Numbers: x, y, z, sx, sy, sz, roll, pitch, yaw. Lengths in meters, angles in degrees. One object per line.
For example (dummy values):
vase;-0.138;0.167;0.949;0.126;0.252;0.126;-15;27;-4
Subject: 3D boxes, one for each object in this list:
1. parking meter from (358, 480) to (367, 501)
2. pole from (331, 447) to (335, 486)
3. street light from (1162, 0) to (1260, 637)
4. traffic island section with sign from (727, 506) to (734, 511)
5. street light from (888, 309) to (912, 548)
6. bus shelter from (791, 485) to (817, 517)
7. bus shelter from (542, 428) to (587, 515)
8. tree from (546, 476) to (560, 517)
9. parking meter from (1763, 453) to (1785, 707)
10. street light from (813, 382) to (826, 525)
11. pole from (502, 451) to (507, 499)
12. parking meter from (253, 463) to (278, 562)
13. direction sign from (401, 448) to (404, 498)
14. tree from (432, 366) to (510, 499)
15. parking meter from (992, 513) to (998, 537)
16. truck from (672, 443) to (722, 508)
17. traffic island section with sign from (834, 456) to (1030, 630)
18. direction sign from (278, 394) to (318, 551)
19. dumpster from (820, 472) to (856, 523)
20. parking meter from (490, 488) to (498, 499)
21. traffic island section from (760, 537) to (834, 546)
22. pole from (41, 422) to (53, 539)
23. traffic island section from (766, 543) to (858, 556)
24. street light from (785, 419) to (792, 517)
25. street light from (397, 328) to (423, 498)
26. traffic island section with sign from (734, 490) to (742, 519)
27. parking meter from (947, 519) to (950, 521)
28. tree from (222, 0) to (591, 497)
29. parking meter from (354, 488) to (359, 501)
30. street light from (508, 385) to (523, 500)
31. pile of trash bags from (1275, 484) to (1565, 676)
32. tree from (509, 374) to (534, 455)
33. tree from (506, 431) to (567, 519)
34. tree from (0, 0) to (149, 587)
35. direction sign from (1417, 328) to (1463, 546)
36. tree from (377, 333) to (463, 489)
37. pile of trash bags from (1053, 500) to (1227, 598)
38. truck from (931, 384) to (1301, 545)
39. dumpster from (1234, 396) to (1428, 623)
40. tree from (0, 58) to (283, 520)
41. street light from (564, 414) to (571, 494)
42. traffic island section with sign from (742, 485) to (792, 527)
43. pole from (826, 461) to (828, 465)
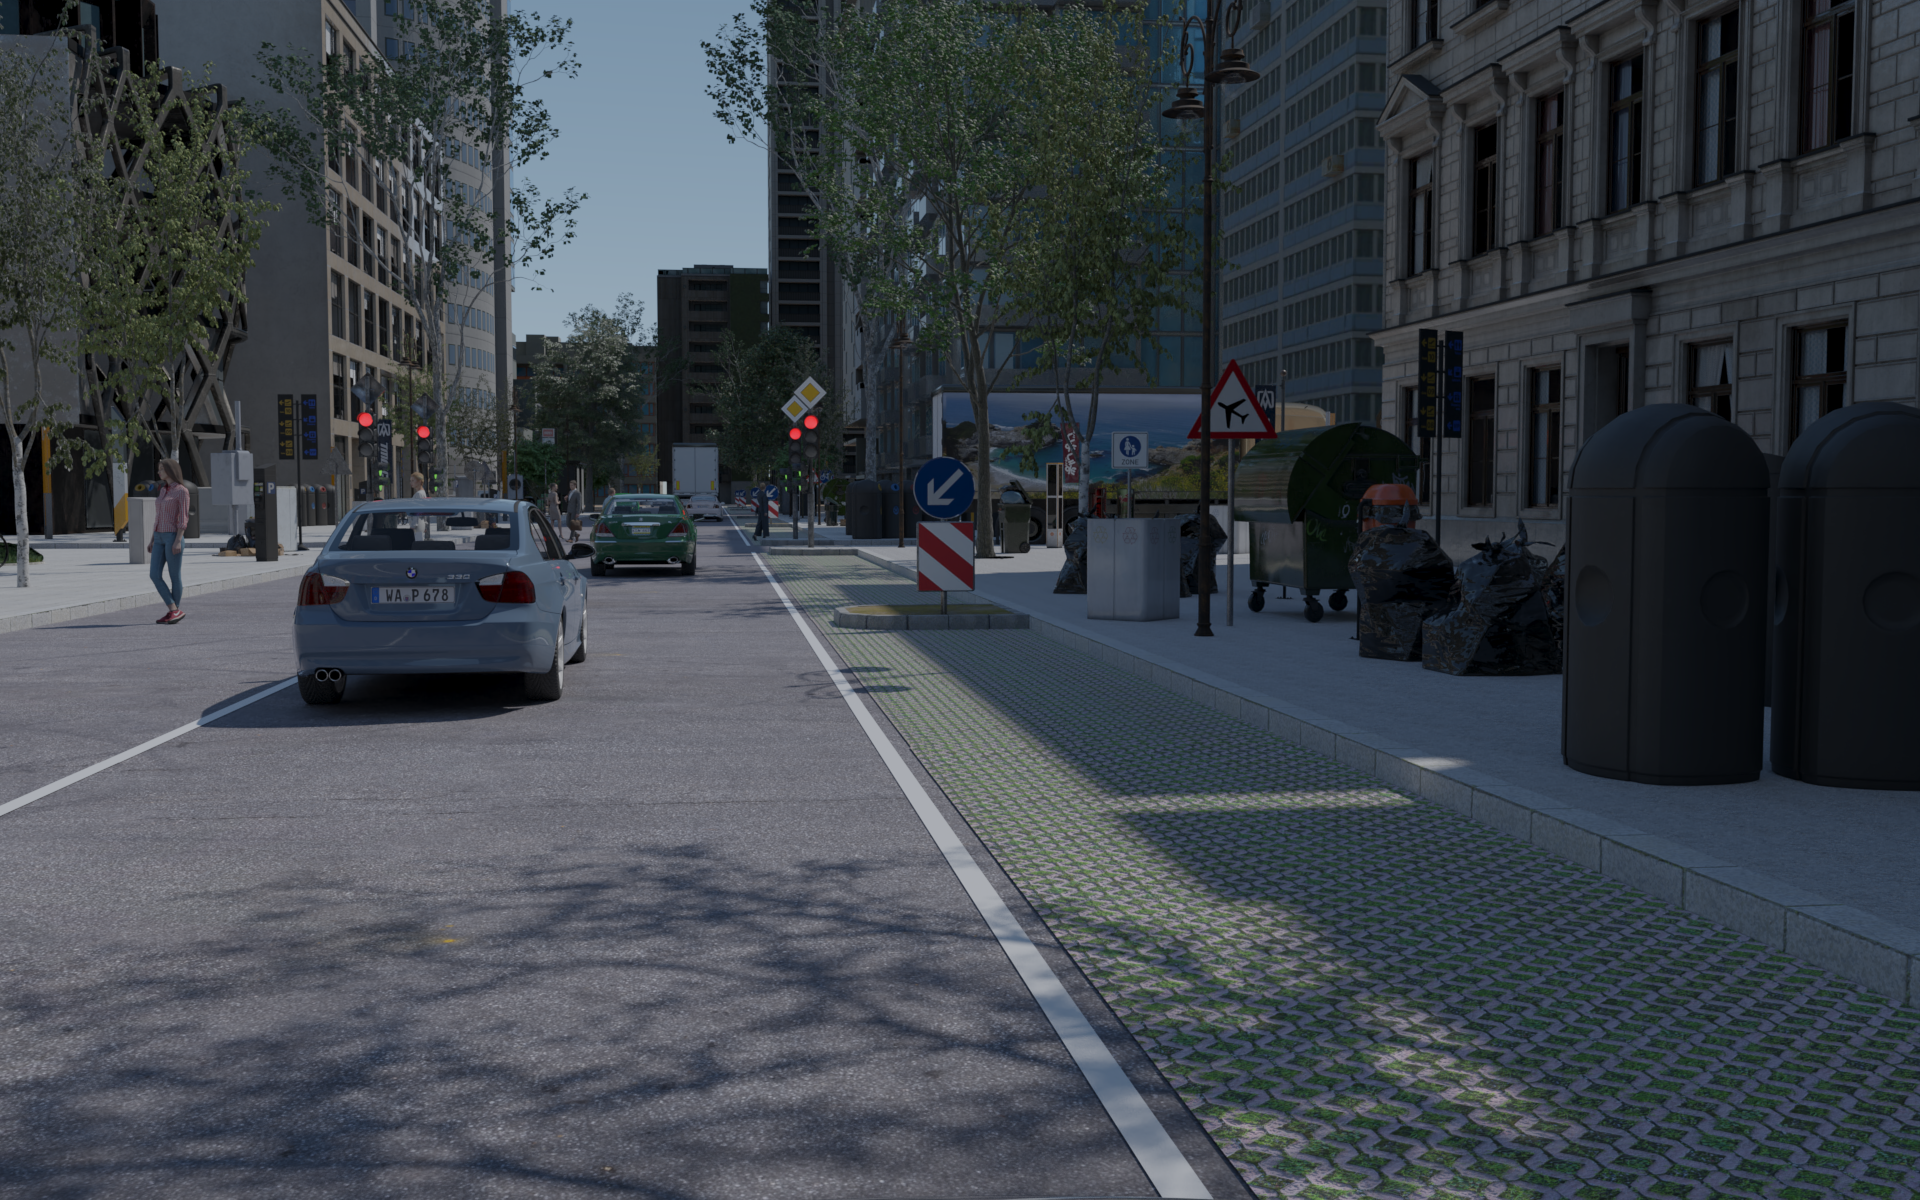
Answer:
parking meter;-25.100;-4.111;72.933;0.399;1.863;0.255;0;4;2
pole;-27.011;-4.946;74.708;0.158;3.312;0.155;0;3;0
street light;2.208;-2.612;15.490;0.468;5.910;1.993;0;4;-8
traffic island section with sign;-19.019;-8.673;150.434;1.989;1.847;2.006;0;4;-8
street light;-1.402;-4.188;41.264;0.468;5.910;1.993;0;4;-8
bus shelter;-9.325;-6.741;101.493;1.731;3.624;6.357;0;4;-8
bus shelter;-24.770;-8.002;108.458;2.179;5.291;8.768;0;4;-8
tree;-23.021;-6.232;96.492;1.663;3.219;1.824;0;3;0
parking meter;5.003;-0.128;10.502;0.372;1.533;0.369;0;3;0
street light;-5.814;-6.033;71.431;0.468;5.910;1.993;0;4;-8
pole;-21.533;-5.386;81.898;0.158;3.312;0.155;0;3;0
parking meter;-13.200;-1.664;32.923;0.255;1.863;0.399;1;4;18
direction sign;-27.469;-5.708;85.325;0.379;3.537;0.876;-1;4;-12
tree;-28.056;-9.092;99.022;4.360;8.622;3.978;0;3;0
parking meter;0.978;-2.800;51.495;0.399;1.863;0.255;0;4;1
truck;-15.325;-6.855;100.987;2.839;4.237;11.283;0;4;-7
traffic island section with sign;-0.373;-0.639;19.078;1.989;1.847;2.006;0;4;-8
direction sign;-15.013;-2.895;39.333;0.876;3.537;0.379;0;4;0
dumpster;-5.405;-4.551;76.897;1.502;2.255;1.985;0;4;-8
parking meter;-20.584;-4.160;76.431;0.372;1.533;0.369;0;3;0
traffic island section;-4.666;-1.655;49.348;2.009;0.180;2.903;0;4;-8
pole;-25.879;-3.379;49.092;0.158;3.312;0.155;0;3;0
traffic island section;-3.544;-1.172;41.442;2.009;0.180;2.903;0;4;-8
street light;-9.525;-7.605;97.126;0.468;5.910;1.993;0;4;-8
street light;-15.297;-4.619;48.307;0.468;5.910;1.993;0;4;-8
traffic island section with sign;-12.080;-5.682;101.525;1.989;1.847;2.006;0;4;-8
parking meter;-0.526;-3.182;60.433;0.372;1.533;0.369;0;3;0
tree;-18.536;-12.346;57.749;12.611;20.169;13.585;0;3;0
parking meter;-26.268;-4.115;75.685;0.372;1.533;0.369;0;3;0
street light;-18.896;-6.172;73.694;0.468;5.910;1.993;0;4;-8
pile of trash bags;4.013;-0.254;13.900;1.912;1.369;3.447;-1;4;-11
tree;-28.057;-9.496;105.615;4.360;8.622;3.978;0;3;0
tree;-22.178;-6.514;90.210;4.285;4.588;4.351;0;3;0
tree;-12.945;-4.464;23.351;4.360;8.622;3.978;0;3;0
direction sign;6.637;-1.956;23.985;0.876;3.537;0.379;-2;4;-34
tree;-24.480;-7.854;78.771;4.737;8.622;4.395;0;3;0
pile of trash bags;2.806;-0.748;21.987;3.447;1.369;1.912;3;5;44
truck;4.957;-3.498;46.108;11.283;4.237;2.839;0;4;-7
dumpster;3.822;-0.950;18.028;1.502;2.255;1.985;0;4;-8
tree;-13.460;-4.810;29.004;4.737;8.622;4.395;0;3;0
street light;-22.601;-7.771;99.840;0.468;5.910;1.993;0;4;-8
traffic island section with sign;-8.294;-4.049;74.836;1.989;1.847;2.006;0;4;-8
pole;-8.278;-6.948;107.442;0.158;3.312;0.155;0;3;0
